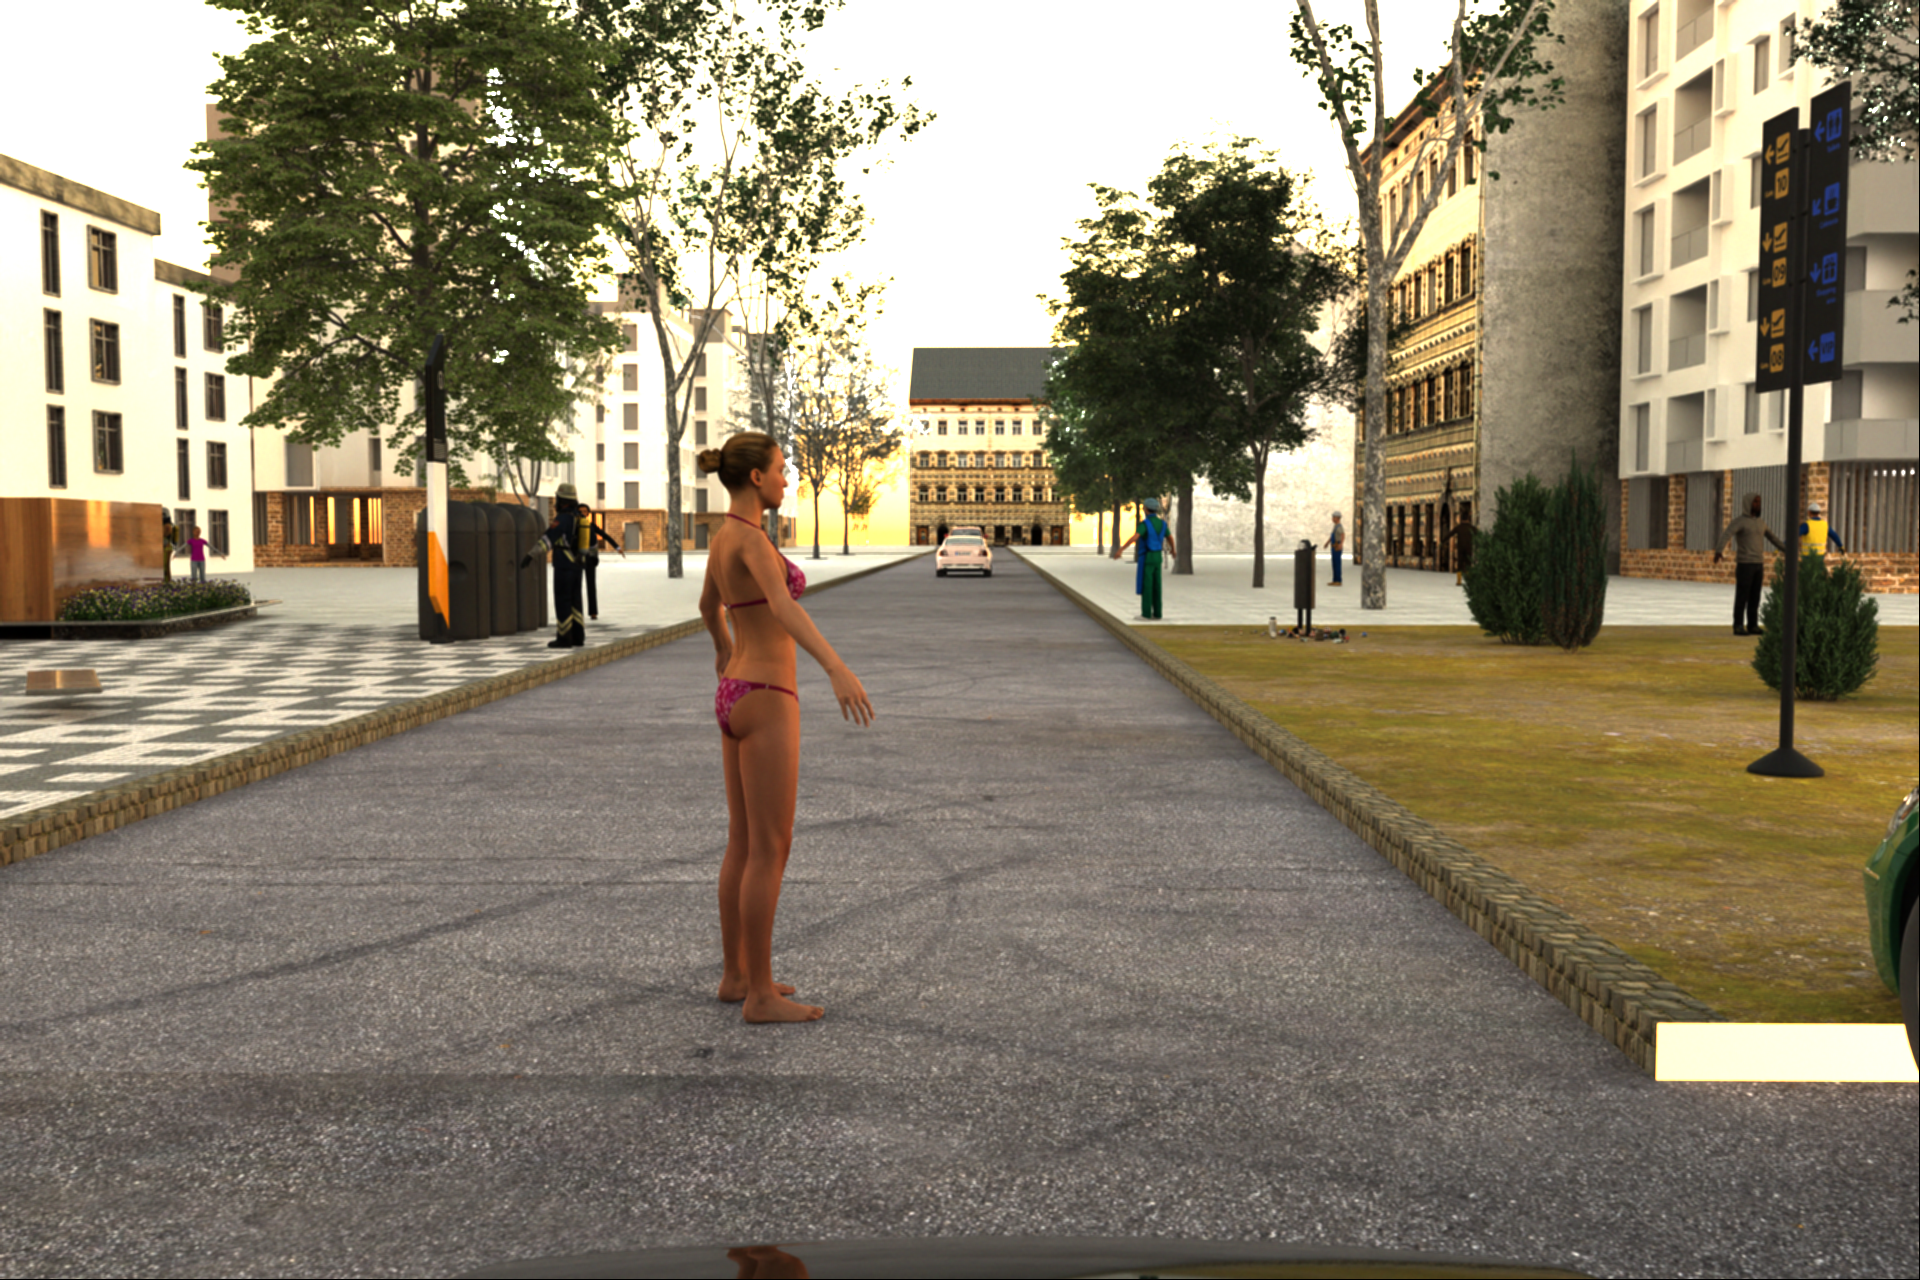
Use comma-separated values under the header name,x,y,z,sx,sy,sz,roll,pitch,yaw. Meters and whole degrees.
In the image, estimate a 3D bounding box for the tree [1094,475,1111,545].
name,x,y,z,sx,sy,sz,roll,pitch,yaw
tree,16.803,-14.974,195.185,4.360,8.622,3.978,0,3,0

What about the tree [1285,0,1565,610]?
name,x,y,z,sx,sy,sz,roll,pitch,yaw
tree,8.204,-10.528,28.024,12.611,20.169,13.585,0,3,0

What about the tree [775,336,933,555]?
name,x,y,z,sx,sy,sz,roll,pitch,yaw
tree,-6.869,-11.943,105.642,12.009,13.543,11.850,0,3,0

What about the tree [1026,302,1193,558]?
name,x,y,z,sx,sy,sz,roll,pitch,yaw
tree,8.376,-11.377,92.664,9.857,13.997,8.962,0,3,0

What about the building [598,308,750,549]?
name,x,y,z,sx,sy,sz,roll,pitch,yaw
building,-24.362,-17.731,146.316,16.016,20.090,11.380,0,3,0

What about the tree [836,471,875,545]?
name,x,y,z,sx,sy,sz,roll,pitch,yaw
tree,-11.881,-15.122,197.605,4.737,8.622,4.395,0,3,0

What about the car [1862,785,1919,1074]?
name,x,y,z,sx,sy,sz,roll,pitch,yaw
car,3.276,0.559,2.651,2.131,1.459,4.920,0,4,1

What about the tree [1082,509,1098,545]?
name,x,y,z,sx,sy,sz,roll,pitch,yaw
tree,15.833,-15.284,200.252,4.360,8.622,3.978,0,3,0

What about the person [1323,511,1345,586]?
name,x,y,z,sx,sy,sz,roll,pitch,yaw
person,9.332,-2.273,43.027,0.705,1.847,1.347,0,4,-4

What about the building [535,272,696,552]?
name,x,y,z,sx,sy,sz,roll,pitch,yaw
building,-26.543,-16.527,126.631,16.016,20.090,11.380,0,4,2

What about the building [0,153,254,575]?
name,x,y,z,sx,sy,sz,roll,pitch,yaw
building,-25.397,-6.323,45.521,9.099,9.664,28.070,0,4,2

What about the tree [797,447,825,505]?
name,x,y,z,sx,sy,sz,roll,pitch,yaw
tree,-20.542,-17.431,195.359,12.009,13.543,11.850,0,3,0

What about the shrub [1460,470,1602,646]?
name,x,y,z,sx,sy,sz,roll,pitch,yaw
shrub,6.625,-0.959,20.101,1.690,2.028,1.600,0,3,0

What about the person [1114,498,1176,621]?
name,x,y,z,sx,sy,sz,roll,pitch,yaw
person,2.813,-1.201,25.760,1.347,1.817,0.704,-3,5,-43

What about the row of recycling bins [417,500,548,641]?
name,x,y,z,sx,sy,sz,roll,pitch,yaw
row of recycling bins,-6.112,-0.941,22.505,1.069,1.692,3.534,0,4,1

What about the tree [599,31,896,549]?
name,x,y,z,sx,sy,sz,roll,pitch,yaw
tree,-8.516,-12.993,68.323,12.611,20.169,13.585,0,3,0

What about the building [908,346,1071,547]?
name,x,y,z,sx,sy,sz,roll,pitch,yaw
building,3.543,-22.532,201.775,18.063,23.208,19.493,0,4,1

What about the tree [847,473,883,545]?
name,x,y,z,sx,sy,sz,roll,pitch,yaw
tree,-11.161,-15.452,202.998,4.737,8.622,4.395,0,3,0

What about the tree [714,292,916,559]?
name,x,y,z,sx,sy,sz,roll,pitch,yaw
tree,-7.304,-10.879,88.242,12.009,13.543,11.850,0,3,0

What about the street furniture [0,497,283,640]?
name,x,y,z,sx,sy,sz,roll,pitch,yaw
street furniture,-12.606,-1.060,24.181,9.812,1.723,11.010,-1,4,-10

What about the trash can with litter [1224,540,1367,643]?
name,x,y,z,sx,sy,sz,roll,pitch,yaw
trash can with litter,4.247,-0.636,21.457,1.678,1.210,2.233,0,4,-1

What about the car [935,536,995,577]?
name,x,y,z,sx,sy,sz,roll,pitch,yaw
car,0.162,-2.861,59.135,2.083,1.381,4.827,0,4,1

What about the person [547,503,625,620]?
name,x,y,z,sx,sy,sz,roll,pitch,yaw
person,-5.632,-1.174,25.913,1.216,1.740,0.721,-1,4,-10

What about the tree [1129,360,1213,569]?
name,x,y,z,sx,sy,sz,roll,pitch,yaw
tree,7.457,-6.915,63.427,4.360,8.622,3.978,0,3,0

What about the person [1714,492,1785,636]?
name,x,y,z,sx,sy,sz,roll,pitch,yaw
person,10.034,-0.968,21.958,1.348,1.813,0.705,-1,4,-22

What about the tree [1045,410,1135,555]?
name,x,y,z,sx,sy,sz,roll,pitch,yaw
tree,9.010,-11.544,106.878,7.486,12.596,7.792,0,3,0

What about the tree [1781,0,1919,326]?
name,x,y,z,sx,sy,sz,roll,pitch,yaw
tree,13.156,-5.069,17.290,8.767,10.594,7.601,0,4,5

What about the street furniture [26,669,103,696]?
name,x,y,z,sx,sy,sz,roll,pitch,yaw
street furniture,-12.494,-0.348,12.536,11.010,1.723,9.812,-2,4,-28

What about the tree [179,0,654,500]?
name,x,y,z,sx,sy,sz,roll,pitch,yaw
tree,-8.523,-6.676,27.276,7.486,12.596,7.792,0,3,0

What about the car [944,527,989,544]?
name,x,y,z,sx,sy,sz,roll,pitch,yaw
car,0.347,-4.929,89.260,2.281,1.827,5.304,0,4,1

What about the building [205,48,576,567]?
name,x,y,z,sx,sy,sz,roll,pitch,yaw
building,-23.245,-12.981,68.656,16.016,20.090,11.380,0,4,1

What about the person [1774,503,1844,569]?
name,x,y,z,sx,sy,sz,roll,pitch,yaw
person,15.327,-1.541,31.161,1.349,1.833,0.705,0,4,-7

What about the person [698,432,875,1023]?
name,x,y,z,sx,sy,sz,roll,pitch,yaw
person,-0.538,0.248,5.206,0.721,1.733,1.217,-2,4,-25

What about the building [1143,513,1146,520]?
name,x,y,z,sx,sy,sz,roll,pitch,yaw
building,28.019,-18.646,171.319,16.747,18.905,31.486,0,4,1

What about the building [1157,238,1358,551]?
name,x,y,z,sx,sy,sz,roll,pitch,yaw
building,25.137,-18.804,138.378,19.493,23.208,18.063,0,4,1

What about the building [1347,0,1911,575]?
name,x,y,z,sx,sy,sz,roll,pitch,yaw
building,25.457,-14.141,62.128,19.493,23.208,18.063,0,4,1

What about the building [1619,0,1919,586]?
name,x,y,z,sx,sy,sz,roll,pitch,yaw
building,24.814,-11.812,49.549,16.016,20.090,11.380,0,4,1

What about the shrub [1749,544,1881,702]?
name,x,y,z,sx,sy,sz,roll,pitch,yaw
shrub,6.620,-0.140,13.403,1.383,1.207,1.383,0,3,0

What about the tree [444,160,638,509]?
name,x,y,z,sx,sy,sz,roll,pitch,yaw
tree,-8.667,-5.142,34.442,4.360,8.622,3.978,0,3,0

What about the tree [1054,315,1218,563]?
name,x,y,z,sx,sy,sz,roll,pitch,yaw
tree,7.804,-9.254,77.054,9.928,11.665,9.643,0,3,0

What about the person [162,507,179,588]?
name,x,y,z,sx,sy,sz,roll,pitch,yaw
person,-17.070,-1.916,37.092,0.705,1.858,1.354,-2,4,-28

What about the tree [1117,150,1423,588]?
name,x,y,z,sx,sy,sz,roll,pitch,yaw
tree,7.445,-6.547,41.463,7.601,10.594,8.767,-3,5,-39

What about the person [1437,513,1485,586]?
name,x,y,z,sx,sy,sz,roll,pitch,yaw
person,12.548,-2.257,43.040,1.346,1.812,0.704,1,4,23

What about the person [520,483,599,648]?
name,x,y,z,sx,sy,sz,roll,pitch,yaw
person,-4.472,-0.849,19.659,0.705,1.856,1.354,2,4,24

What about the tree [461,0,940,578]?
name,x,y,z,sx,sy,sz,roll,pitch,yaw
tree,-7.422,-11.817,49.103,12.611,20.169,13.585,0,3,0

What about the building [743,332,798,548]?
name,x,y,z,sx,sy,sz,roll,pitch,yaw
building,-21.719,-18.795,163.718,16.016,20.090,11.380,0,4,1

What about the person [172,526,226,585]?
name,x,y,z,sx,sy,sz,roll,pitch,yaw
person,-14.898,-1.506,33.889,0.991,1.433,0.599,-3,4,-37

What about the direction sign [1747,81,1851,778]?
name,x,y,z,sx,sy,sz,roll,pitch,yaw
direction sign,4.430,-1.051,9.188,0.379,3.537,0.876,0,4,0

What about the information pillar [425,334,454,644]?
name,x,y,z,sx,sy,sz,roll,pitch,yaw
information pillar,-6.072,-1.759,20.117,0.183,3.616,0.504,0,4,0

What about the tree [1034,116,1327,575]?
name,x,y,z,sx,sy,sz,roll,pitch,yaw
tree,7.097,-9.063,54.837,9.857,13.997,8.962,0,3,0
